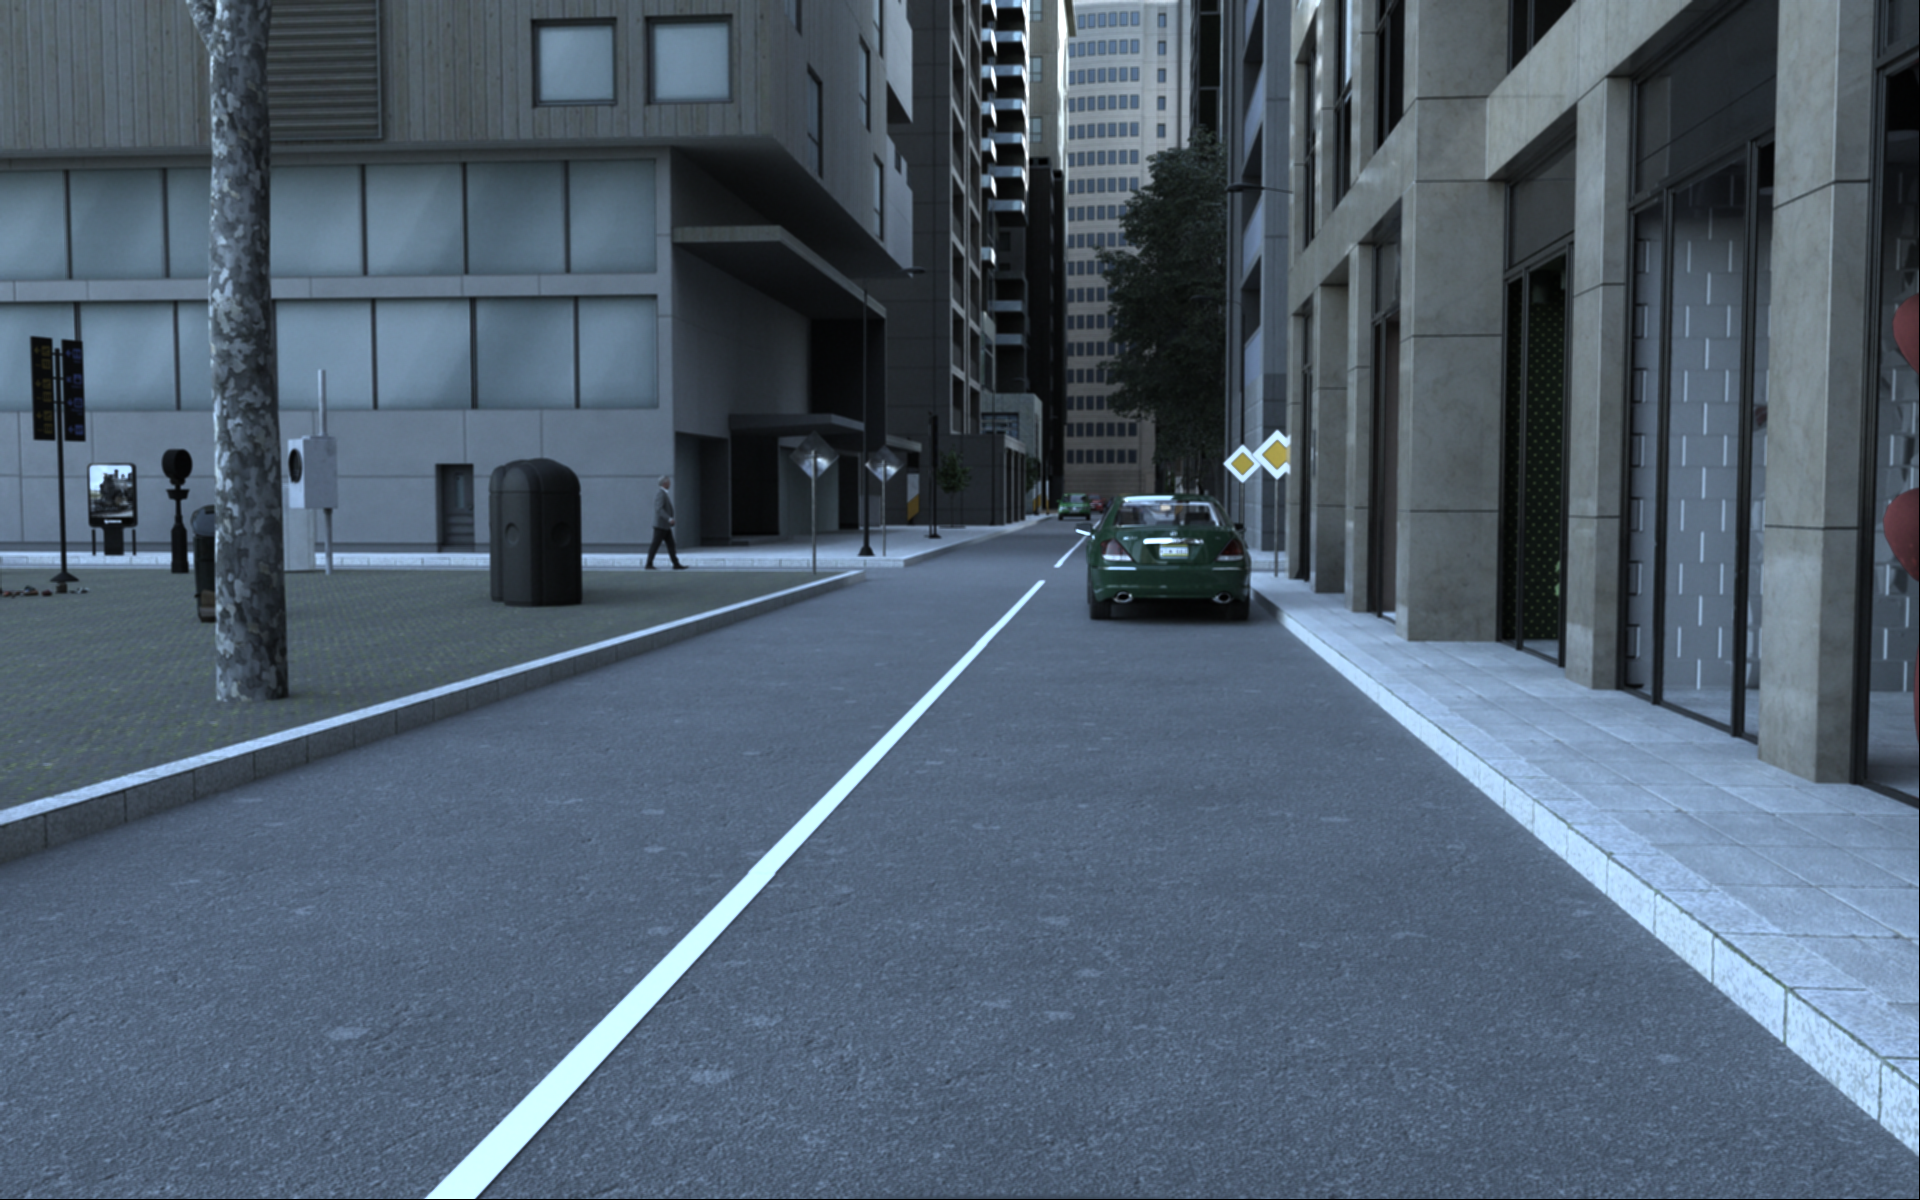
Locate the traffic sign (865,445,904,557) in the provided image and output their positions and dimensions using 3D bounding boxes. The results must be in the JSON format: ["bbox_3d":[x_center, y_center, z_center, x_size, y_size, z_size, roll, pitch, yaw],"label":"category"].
[{"bbox_3d":[-1.552,-1.945,35.443,0.795,2.450,0.064,0,4,5],"label":"traffic sign"}]

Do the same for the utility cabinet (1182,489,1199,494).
[{"bbox_3d":[10.982,-4.595,83.801,1.173,1.500,0.318,-1,4,-20],"label":"utility cabinet"}]

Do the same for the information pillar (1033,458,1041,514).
[{"bbox_3d":[4.828,-7.181,108.768,0.504,3.616,0.183,0,4,-3],"label":"information pillar"}]

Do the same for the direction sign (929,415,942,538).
[{"bbox_3d":[-0.723,-3.563,50.259,0.379,3.537,0.876,-1,4,-9],"label":"direction sign"}]

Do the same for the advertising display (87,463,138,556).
[{"bbox_3d":[-17.665,-1.890,36.114,0.974,1.923,0.123,0,4,1],"label":"advertising display"}]

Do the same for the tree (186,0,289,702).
[{"bbox_3d":[-3.550,-9.515,11.465,12.611,20.169,13.585,0,3,0],"label":"tree"}]

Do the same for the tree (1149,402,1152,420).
[{"bbox_3d":[10.646,-7.899,79.516,4.360,8.622,3.978,0,3,0],"label":"tree"}]

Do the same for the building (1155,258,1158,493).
[{"bbox_3d":[25.969,-23.959,163.426,14.160,30.474,14.107,0,4,5],"label":"building"}]

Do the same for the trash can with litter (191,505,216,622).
[{"bbox_3d":[-7.530,-0.389,17.742,0.624,1.170,1.055,-2,4,-24],"label":"trash can with litter"}]

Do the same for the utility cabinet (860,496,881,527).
[{"bbox_3d":[-3.603,-3.433,67.285,1.020,1.237,0.306,0,4,1],"label":"utility cabinet"}]

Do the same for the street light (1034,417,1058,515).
[{"bbox_3d":[5.164,-8.038,103.970,1.470,5.913,1.316,0,4,5],"label":"street light"}]

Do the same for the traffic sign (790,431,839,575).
[{"bbox_3d":[-2.315,-1.459,27.495,0.795,2.450,0.064,0,4,5],"label":"traffic sign"}]

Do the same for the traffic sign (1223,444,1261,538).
[{"bbox_3d":[5.658,-1.902,34.733,0.795,2.450,0.064,0,4,5],"label":"traffic sign"}]

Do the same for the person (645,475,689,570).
[{"bbox_3d":[-5.446,-1.425,32.191,0.834,1.777,0.661,-1,4,-15],"label":"person"}]

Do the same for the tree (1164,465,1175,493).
[{"bbox_3d":[13.875,-7.312,114.146,1.663,3.219,1.824,0,3,0],"label":"tree"}]

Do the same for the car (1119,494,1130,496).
[{"bbox_3d":[11.329,-6.541,117.169,2.015,1.641,3.980,0,4,6],"label":"car"}]

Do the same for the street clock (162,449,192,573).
[{"bbox_3d":[-12.659,-1.436,28.052,0.358,2.002,0.471,1,4,10],"label":"street clock"}]

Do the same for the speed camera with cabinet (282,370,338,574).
[{"bbox_3d":[-10.755,-2.065,28.097,0.660,3.252,2.038,-3,5,-40],"label":"speed camera with cabinet"}]

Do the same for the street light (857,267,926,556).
[{"bbox_3d":[-1.404,-3.861,35.662,1.470,5.913,1.316,0,4,5],"label":"street light"}]

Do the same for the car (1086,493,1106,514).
[{"bbox_3d":[9.679,-7.268,127.872,2.155,1.783,4.494,0,4,4],"label":"car"}]

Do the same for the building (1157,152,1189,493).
[{"bbox_3d":[24.472,-23.049,148.557,14.160,30.474,14.107,0,4,5],"label":"building"}]

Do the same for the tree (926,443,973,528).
[{"bbox_3d":[-0.246,-4.343,65.604,1.663,3.219,1.824,0,3,0],"label":"tree"}]

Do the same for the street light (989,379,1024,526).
[{"bbox_3d":[1.884,-5.950,69.816,1.470,5.913,1.316,0,4,5],"label":"street light"}]

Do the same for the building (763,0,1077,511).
[{"bbox_3d":[-2.707,-35.641,171.966,27.495,52.752,28.713,0,4,5],"label":"building"}]

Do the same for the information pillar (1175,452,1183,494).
[{"bbox_3d":[10.411,-5.571,82.444,0.183,3.616,0.504,-2,4,-28],"label":"information pillar"}]

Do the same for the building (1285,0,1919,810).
[{"bbox_3d":[12.960,-12.458,8.205,19.350,26.468,34.151,0,4,5],"label":"building"}]

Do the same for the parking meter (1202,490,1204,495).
[{"bbox_3d":[13.248,-5.312,95.257,0.372,1.533,0.369,0,3,0],"label":"parking meter"}]

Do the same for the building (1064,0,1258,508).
[{"bbox_3d":[19.234,-40.400,202.536,28.212,58.520,21.231,0,4,5],"label":"building"}]

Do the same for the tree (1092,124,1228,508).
[{"bbox_3d":[9.140,-9.377,59.964,9.857,13.997,8.962,0,3,0],"label":"tree"}]

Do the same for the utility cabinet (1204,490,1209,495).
[{"bbox_3d":[13.829,-5.609,100.393,1.173,1.500,0.318,2,4,24],"label":"utility cabinet"}]

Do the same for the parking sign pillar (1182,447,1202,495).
[{"bbox_3d":[11.975,-6.181,89.533,1.447,3.967,1.447,-2,4,-26],"label":"parking sign pillar"}]

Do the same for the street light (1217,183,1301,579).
[{"bbox_3d":[4.668,-3.270,26.010,1.470,5.913,1.316,0,4,5],"label":"street light"}]

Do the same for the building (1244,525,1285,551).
[{"bbox_3d":[21.125,-30.471,40.205,28.212,58.520,21.231,0,4,5],"label":"building"}]

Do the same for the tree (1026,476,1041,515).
[{"bbox_3d":[3.841,-6.842,106.472,1.663,3.219,1.824,0,3,0],"label":"tree"}]

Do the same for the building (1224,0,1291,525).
[{"bbox_3d":[24.666,-33.717,93.266,21.231,58.520,28.212,0,4,5],"label":"building"}]

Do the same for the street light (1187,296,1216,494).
[{"bbox_3d":[6.081,-4.165,40.635,1.470,5.913,1.316,0,4,5],"label":"street light"}]

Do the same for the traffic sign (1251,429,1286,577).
[{"bbox_3d":[4.894,-1.415,26.784,0.795,2.450,0.064,0,4,5],"label":"traffic sign"}]

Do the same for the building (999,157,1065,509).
[{"bbox_3d":[1.691,-23.053,148.621,14.160,30.474,14.107,0,4,5],"label":"building"}]

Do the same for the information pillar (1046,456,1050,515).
[{"bbox_3d":[5.335,-6.983,105.528,0.183,3.616,0.504,0,4,-6],"label":"information pillar"}]

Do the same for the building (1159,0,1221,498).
[{"bbox_3d":[25.671,-42.296,129.793,20.563,71.187,20.611,0,4,5],"label":"building"}]

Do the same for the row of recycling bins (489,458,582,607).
[{"bbox_3d":[-5.304,-0.869,21.326,1.069,1.692,3.534,-1,4,-18],"label":"row of recycling bins"}]

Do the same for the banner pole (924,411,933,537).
[{"bbox_3d":[-0.897,-3.787,51.938,0.401,3.779,0.863,0,4,3],"label":"banner pole"}]

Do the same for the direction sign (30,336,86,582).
[{"bbox_3d":[-13.162,-2.040,25.344,0.379,3.537,0.876,1,4,21],"label":"direction sign"}]

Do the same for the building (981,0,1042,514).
[{"bbox_3d":[-4.889,-49.679,124.925,22.319,86.520,31.000,0,4,5],"label":"building"}]

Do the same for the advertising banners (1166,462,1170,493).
[{"bbox_3d":[11.587,-6.140,96.583,0.090,3.025,2.074,0,4,2],"label":"advertising banners"}]

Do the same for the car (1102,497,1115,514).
[{"bbox_3d":[7.157,-3.851,75.545,1.945,1.354,3.894,0,4,6],"label":"car"}]

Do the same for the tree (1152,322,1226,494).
[{"bbox_3d":[10.694,-7.335,70.285,4.360,8.622,3.978,0,3,0],"label":"tree"}]

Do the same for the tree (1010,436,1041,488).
[{"bbox_3d":[2.806,-7.043,98.867,4.285,4.588,4.351,0,3,0],"label":"tree"}]

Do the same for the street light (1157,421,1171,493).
[{"bbox_3d":[9.316,-6.254,74.793,1.470,5.913,1.316,0,4,5],"label":"street light"}]

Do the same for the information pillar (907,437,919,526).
[{"bbox_3d":[-1.920,-4.837,70.446,0.504,3.616,0.183,0,4,-2],"label":"information pillar"}]

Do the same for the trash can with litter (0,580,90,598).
[{"bbox_3d":[-11.930,-0.658,21.822,1.678,1.210,2.233,2,4,32],"label":"trash can with litter"}]

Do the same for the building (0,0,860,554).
[{"bbox_3d":[-15.979,-28.105,48.753,28.713,52.752,27.495,0,4,5],"label":"building"}]

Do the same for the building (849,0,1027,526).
[{"bbox_3d":[-7.361,-39.220,79.505,20.563,71.187,20.611,0,4,5],"label":"building"}]

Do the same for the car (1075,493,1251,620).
[{"bbox_3d":[2.473,-0.571,21.142,2.131,1.459,4.920,0,4,4],"label":"car"}]

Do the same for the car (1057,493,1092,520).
[{"bbox_3d":[6.312,-5.299,95.430,1.959,1.807,4.718,0,4,4],"label":"car"}]
